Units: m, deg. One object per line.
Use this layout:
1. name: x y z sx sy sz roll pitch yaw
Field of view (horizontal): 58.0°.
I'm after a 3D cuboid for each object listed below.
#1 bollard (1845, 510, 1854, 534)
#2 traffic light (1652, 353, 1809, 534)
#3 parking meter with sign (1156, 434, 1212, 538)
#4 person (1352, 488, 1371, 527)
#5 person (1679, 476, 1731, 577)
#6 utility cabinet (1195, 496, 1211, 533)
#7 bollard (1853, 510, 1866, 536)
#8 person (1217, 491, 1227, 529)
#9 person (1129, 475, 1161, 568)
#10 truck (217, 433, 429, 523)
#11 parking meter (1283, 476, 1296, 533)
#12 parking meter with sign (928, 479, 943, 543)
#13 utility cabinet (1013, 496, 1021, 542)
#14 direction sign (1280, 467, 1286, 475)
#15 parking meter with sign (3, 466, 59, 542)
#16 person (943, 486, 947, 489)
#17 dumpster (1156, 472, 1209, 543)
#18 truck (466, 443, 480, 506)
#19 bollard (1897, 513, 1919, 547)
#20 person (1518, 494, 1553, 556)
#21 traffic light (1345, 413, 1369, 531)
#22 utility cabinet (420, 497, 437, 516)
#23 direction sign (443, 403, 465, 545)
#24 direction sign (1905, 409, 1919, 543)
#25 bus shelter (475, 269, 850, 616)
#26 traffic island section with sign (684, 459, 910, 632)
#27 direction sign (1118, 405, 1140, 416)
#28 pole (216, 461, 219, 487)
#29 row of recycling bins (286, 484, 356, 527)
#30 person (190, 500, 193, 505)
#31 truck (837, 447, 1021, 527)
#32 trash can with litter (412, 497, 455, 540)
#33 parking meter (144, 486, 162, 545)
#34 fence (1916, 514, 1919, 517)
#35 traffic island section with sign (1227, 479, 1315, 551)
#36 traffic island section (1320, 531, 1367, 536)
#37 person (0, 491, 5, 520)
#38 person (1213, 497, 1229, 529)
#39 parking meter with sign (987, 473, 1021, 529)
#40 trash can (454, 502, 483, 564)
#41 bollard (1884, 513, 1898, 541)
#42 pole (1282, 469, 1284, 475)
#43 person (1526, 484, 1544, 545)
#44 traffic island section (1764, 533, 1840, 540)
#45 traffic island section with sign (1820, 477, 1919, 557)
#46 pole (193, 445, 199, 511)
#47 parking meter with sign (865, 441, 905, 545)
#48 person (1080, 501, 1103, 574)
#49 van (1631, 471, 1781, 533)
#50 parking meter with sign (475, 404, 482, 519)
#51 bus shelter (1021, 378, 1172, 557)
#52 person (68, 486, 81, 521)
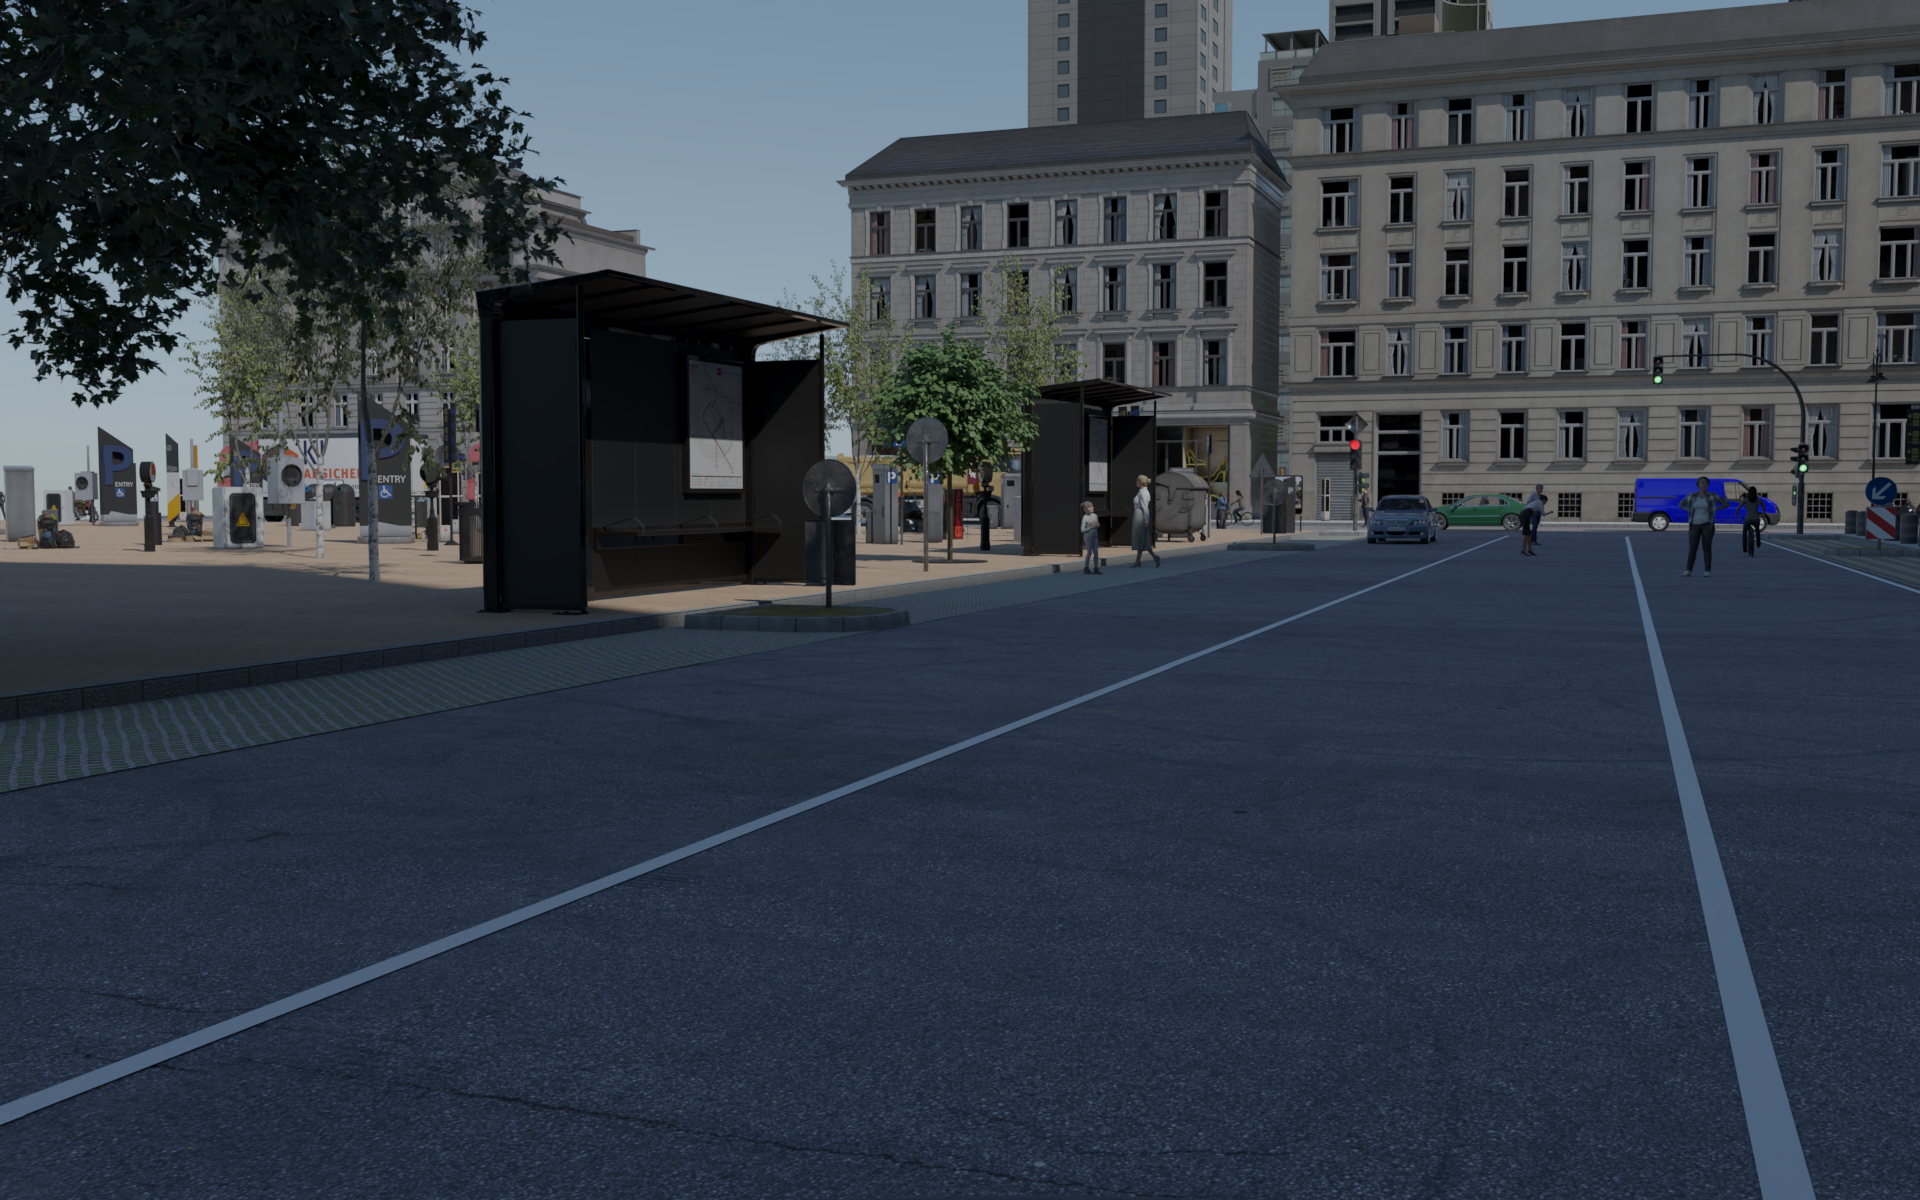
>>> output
1. bollard: 28.662 -2.504 55.650 0.404 0.777 0.398 0 3 0
2. traffic light: 24.855 -4.968 55.897 4.771 5.953 1.251 1 4 21
3. parking meter with sign: 6.459 -3.329 50.682 1.738 3.016 0.543 0 4 2
4. person: 17.277 -4.004 74.495 0.750 1.759 0.617 0 4 2
5. person: 12.852 -1.271 30.001 0.841 1.734 0.376 3 4 38
6. utility cabinet: 7.909 -2.827 57.385 0.306 1.237 1.020 3 5 43
7. bollard: 27.622 -2.337 52.923 0.404 0.777 0.398 0 3 0
8. person: 9.749 -3.277 64.299 0.429 1.552 0.499 3 4 36
9. person: 3.583 -1.514 33.474 0.641 1.798 0.478 1 4 22
10. truck: -30.534 -5.694 82.010 11.283 4.237 2.839 1 4 21
11. parking meter: 10.765 -3.119 56.714 0.399 1.863 0.255 0 4 -8
12. parking meter with sign: -0.695 -3.053 46.175 0.543 3.016 1.738 0 4 0
13. utility cabinet: 1.905 -2.188 46.930 1.020 1.237 0.306 -3 5 -44
14. direction sign: 26.864 -9.315 144.297 0.379 3.537 0.876 3 5 43
15. parking meter with sign: -25.196 -3.068 46.426 1.738 3.016 0.543 -3 4 -37
16. person: -0.514 -3.665 69.116 0.600 1.739 0.565 0 4 2
17. dumpster: 5.862 -2.486 46.400 1.264 1.857 1.865 1 4 21
18. truck: -17.855 -5.518 79.133 11.283 4.237 2.839 1 4 21
19. bollard: 24.515 -1.835 44.717 0.404 0.777 0.398 0 3 0
20. person: 13.354 -1.747 40.249 0.628 1.438 0.799 3 4 38
21. traffic light: 13.780 -4.360 60.211 0.839 4.253 0.868 1 4 21
22. utility cabinet: -30.630 -5.419 99.767 1.020 1.237 0.306 2 4 26
23. direction sign: -12.735 -3.137 43.288 0.379 3.537 0.876 -2 4 -35
24. direction sign: 25.503 -3.295 45.869 0.379 3.537 0.876 -3 5 -43
25. bus shelter: -3.395 -1.837 21.321 1.731 3.624 6.357 1 4 21
26. traffic island section with sign: -1.639 -0.622 18.803 1.989 1.847 2.006 1 4 21
27. direction sign: 4.339 -3.217 44.596 0.379 3.537 0.876 -2 4 -31
28. pole: -46.105 -6.964 107.707 0.158 3.312 0.155 0 3 0
29. row of recycling bins: -25.407 -3.775 68.829 3.534 1.692 1.069 2 4 29
30. person: -43.900 -5.514 98.825 0.661 1.801 0.590 2 4 33
31. truck: -0.232 -4.669 72.256 9.791 3.379 3.469 1 4 22
32. trash can with litter: -15.157 -2.368 49.774 1.678 1.210 2.233 1 4 19
33. parking meter: -20.245 -2.144 43.462 0.372 1.533 0.369 0 3 0
34. fence: 28.433 -2.173 50.911 0.278 0.683 2.069 -1 4 -11
35. traffic island section with sign: 8.010 -2.179 44.251 1.989 1.847 2.006 1 4 21
36. traffic island section: 13.746 -2.329 60.359 2.009 0.180 2.903 1 4 21
37. person: -51.355 -5.182 92.581 0.648 1.900 0.474 -2 4 -28
38. person: 9.847 -3.341 65.825 0.600 1.496 0.574 -3 4 -39
39. parking meter with sign: 1.850 -4.114 63.525 1.738 3.016 0.543 -1 4 -15
40. trash can: -8.908 -1.237 31.872 0.748 1.137 0.748 0 3 0
41. bollard: 25.553 -2.002 47.456 0.404 0.777 0.398 0 3 0
42. pole: 26.493 -9.076 142.232 0.158 3.312 0.155 0 3 0
43. person: 16.260 -2.405 48.752 0.756 1.711 0.436 -2 4 -28
44. traffic island section: 26.877 -2.025 55.394 2.009 0.180 2.903 1 4 21
45. traffic island section with sign: 21.160 -1.933 40.236 1.989 1.847 2.006 1 4 21
46. pole: -31.888 -4.796 72.259 0.158 3.312 0.155 0 3 0
47. parking meter with sign: -1.898 -2.948 44.455 0.543 3.016 1.738 -2 4 -31
48. person: 2.348 -1.097 30.720 0.394 1.301 0.425 2 4 35
49. van: 28.353 -3.762 65.892 5.245 2.365 2.240 1 4 20
50. parking meter with sign: -8.465 -2.288 33.677 1.738 3.016 0.543 0 4 -1
51. bus shelter: 3.103 -2.877 38.316 1.731 3.624 6.357 1 4 21
52. person: -44.848 -4.834 87.499 0.822 1.834 0.622 2 4 35
